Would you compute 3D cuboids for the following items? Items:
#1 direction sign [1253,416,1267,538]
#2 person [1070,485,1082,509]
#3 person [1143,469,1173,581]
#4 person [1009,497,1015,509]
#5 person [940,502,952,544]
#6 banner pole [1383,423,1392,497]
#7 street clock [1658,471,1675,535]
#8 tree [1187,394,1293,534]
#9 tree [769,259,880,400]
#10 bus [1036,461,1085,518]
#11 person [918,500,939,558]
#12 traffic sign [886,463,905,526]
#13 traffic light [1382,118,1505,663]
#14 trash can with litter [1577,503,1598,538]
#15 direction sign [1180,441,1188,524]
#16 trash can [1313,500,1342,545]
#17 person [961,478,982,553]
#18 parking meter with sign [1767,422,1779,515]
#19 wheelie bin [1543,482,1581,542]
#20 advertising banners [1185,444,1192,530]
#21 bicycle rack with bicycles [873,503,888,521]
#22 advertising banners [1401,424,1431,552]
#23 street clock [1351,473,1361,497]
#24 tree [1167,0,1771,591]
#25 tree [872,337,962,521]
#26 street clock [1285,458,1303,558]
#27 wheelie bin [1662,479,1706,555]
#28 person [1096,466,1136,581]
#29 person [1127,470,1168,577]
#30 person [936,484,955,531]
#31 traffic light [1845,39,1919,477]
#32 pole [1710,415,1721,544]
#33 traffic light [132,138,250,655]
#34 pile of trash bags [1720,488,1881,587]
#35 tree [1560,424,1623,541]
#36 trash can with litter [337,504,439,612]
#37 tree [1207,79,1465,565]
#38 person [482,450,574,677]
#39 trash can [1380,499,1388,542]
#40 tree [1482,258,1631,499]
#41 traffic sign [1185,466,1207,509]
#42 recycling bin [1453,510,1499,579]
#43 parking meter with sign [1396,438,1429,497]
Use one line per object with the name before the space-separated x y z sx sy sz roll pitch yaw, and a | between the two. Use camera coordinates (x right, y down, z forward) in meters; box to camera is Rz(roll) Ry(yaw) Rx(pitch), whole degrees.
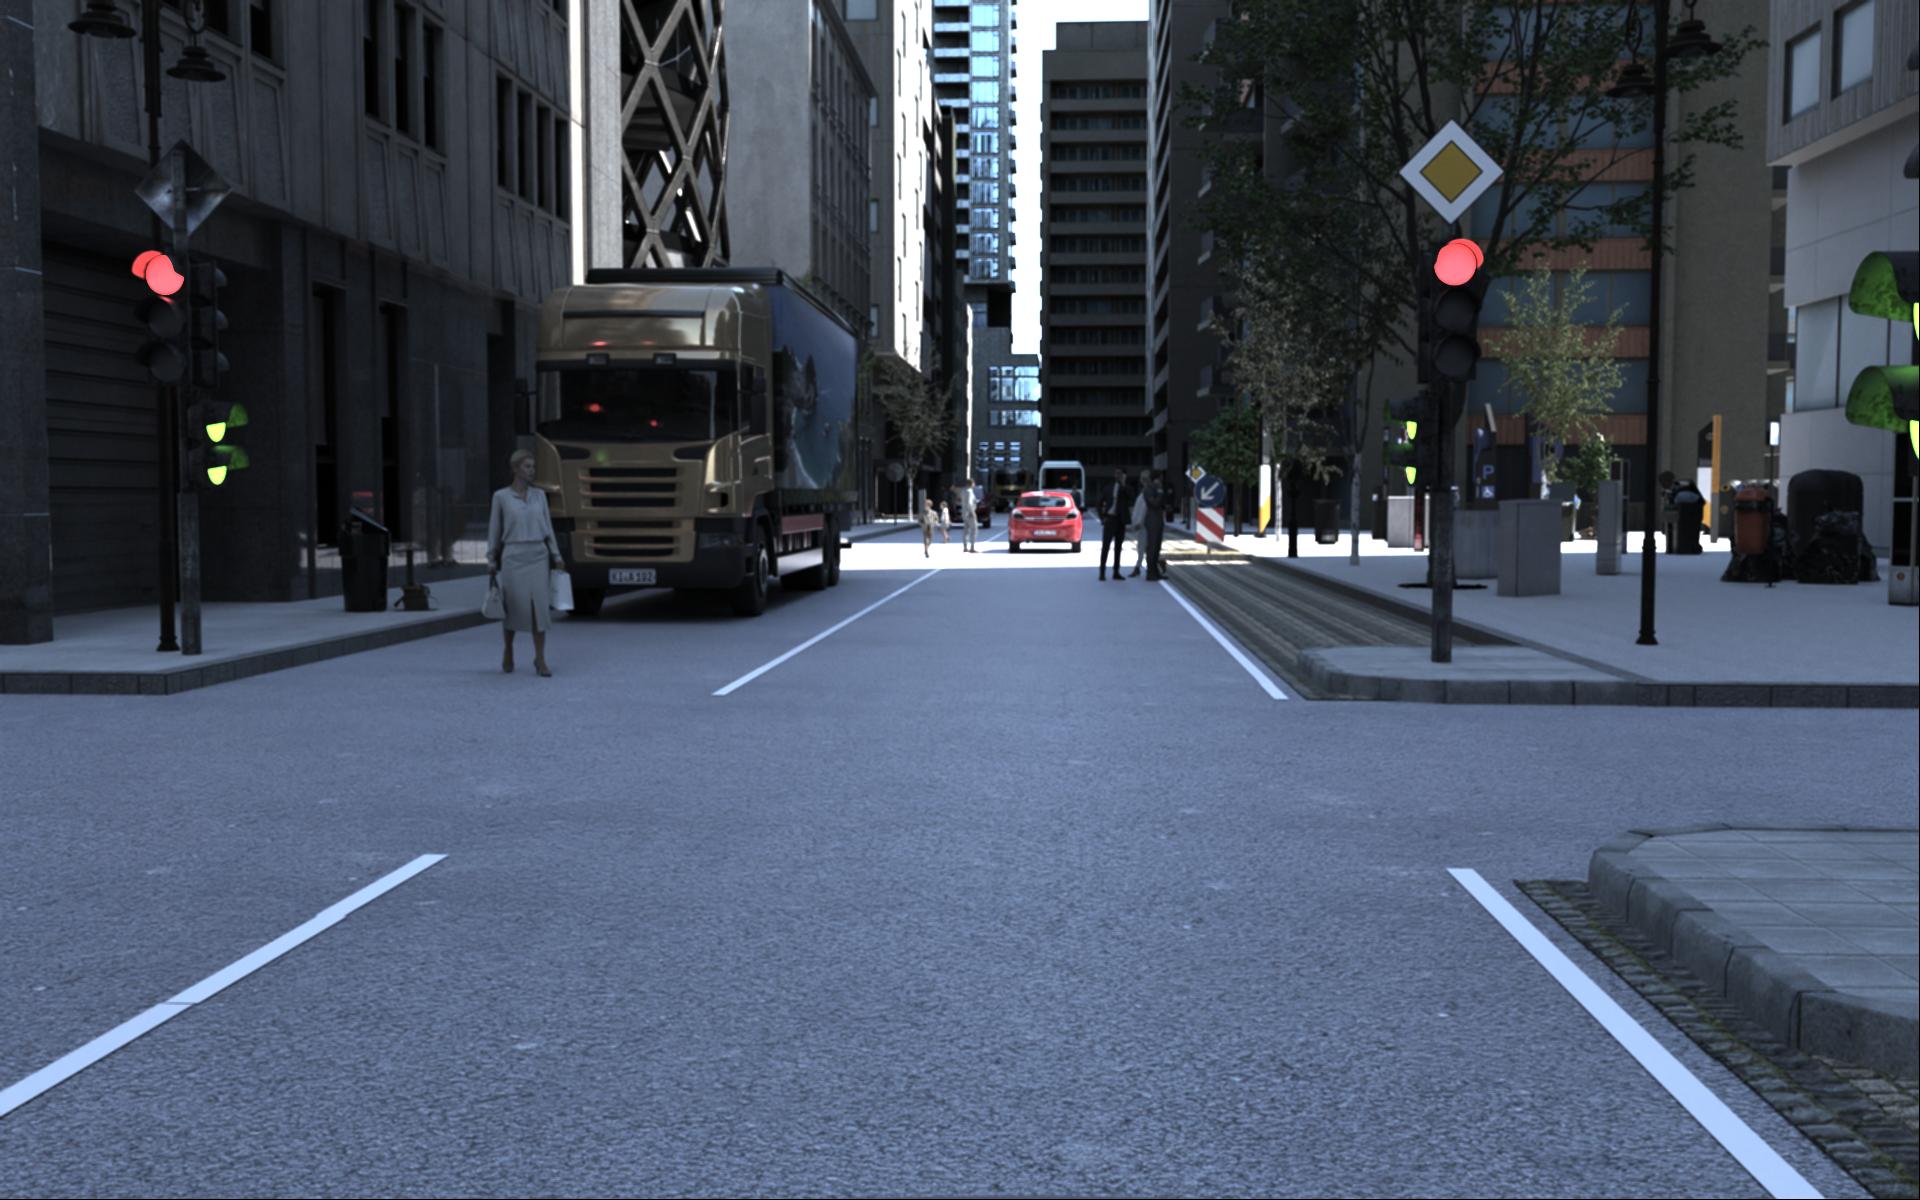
direction sign | 8.827 -3.606 50.963 0.379 3.537 0.876 -1 4 -12
person | 4.735 -3.883 72.168 0.661 1.801 0.590 3 5 44
person | 3.300 -1.250 28.744 0.447 1.846 0.655 2 4 24
person | 2.611 -4.501 86.369 0.394 1.301 0.425 -3 4 -36
person | -0.383 -2.197 49.436 0.382 1.210 0.505 0 4 -8
banner pole | 13.892 -4.053 56.279 0.401 3.779 0.863 0 4 -6
street clock | 22.178 -3.048 54.413 0.471 2.002 0.358 1 4 12
tree | 9.136 -4.412 55.846 4.285 4.588 4.351 0 3 0
tree | -4.969 -6.392 54.867 4.737 8.622 4.395 0 3 0
bus | 6.004 -6.666 103.842 2.948 3.499 13.247 0 4 2
person | -0.703 -1.595 38.844 0.475 1.303 0.640 -1 4 -18
traffic sign | -2.630 -4.300 70.417 0.768 2.556 0.104 0 4 4
traffic light | 3.662 -1.481 13.129 0.839 4.253 0.868 0 4 4
trash can with litter | 18.585 -2.406 50.720 0.624 1.170 1.055 -2 4 -34
direction sign | 9.682 -5.052 74.600 0.379 3.537 0.876 1 4 20
trash can | 9.328 -1.980 44.030 0.748 1.137 0.748 0 3 0
person | 0.226 -2.039 41.939 0.391 1.810 0.635 -2 4 -28
parking meter with sign | 20.379 -2.777 41.669 1.738 3.016 0.543 3 5 44
wheelie bin | 16.061 -2.342 46.202 0.980 1.594 0.693 2 4 29
advertising banners | 8.150 -4.004 61.650 0.090 3.025 2.074 0 4 3
bicycle rack with bicycles | -4.993 -4.168 81.536 2.852 0.926 2.925 -2 4 -28
advertising banners | 10.307 -2.604 38.769 0.090 3.025 2.074 -1 4 -10
street clock | 12.693 -3.119 55.566 0.358 2.002 0.471 2 4 25
tree | 6.667 -5.974 23.430 9.928 11.665 9.643 0 3 0
tree | -2.119 -8.021 81.506 4.360 8.622 3.978 0 3 0
street clock | 6.737 -1.861 35.000 0.358 2.002 0.471 1 4 17
wheelie bin | 15.380 -1.769 36.828 0.693 1.594 0.980 -1 4 -13
person | 2.612 -1.288 28.917 0.648 1.900 0.474 -1 4 -10
person | 3.263 -1.319 29.948 0.818 1.842 0.514 -1 4 -16
person | -0.597 -3.545 66.452 0.713 1.824 0.794 2 4 24
traffic light | 3.152 -0.993 5.160 0.839 4.253 0.868 0 4 4
pole | 19.531 -3.115 44.774 0.158 3.312 0.155 0 3 0
traffic light | -6.131 -1.518 13.737 0.839 4.253 0.868 0 4 4
pile of trash bags | 11.957 -0.935 25.037 1.912 1.369 3.447 3 5 43
tree | 17.501 -3.273 48.122 1.663 3.219 1.824 0 3 0
trash can with litter | -6.301 -0.470 19.079 1.055 1.170 0.624 -1 4 -18
tree | 6.989 -4.940 31.131 4.360 8.622 3.978 0 3 0
person | -3.444 -0.300 13.764 0.694 1.780 0.624 -1 4 -18
trash can | 11.972 -2.208 47.752 0.748 1.137 0.748 0 3 0
tree | 18.481 -6.337 53.967 4.737 8.622 4.395 0 3 0
traffic sign | 8.571 -3.778 62.963 0.795 2.450 0.064 1 4 10
recycling bin | 7.746 -0.850 26.457 0.722 1.027 0.722 3 5 44
parking meter with sign | 14.281 -3.525 53.896 1.738 3.016 0.543 -3 5 -42
